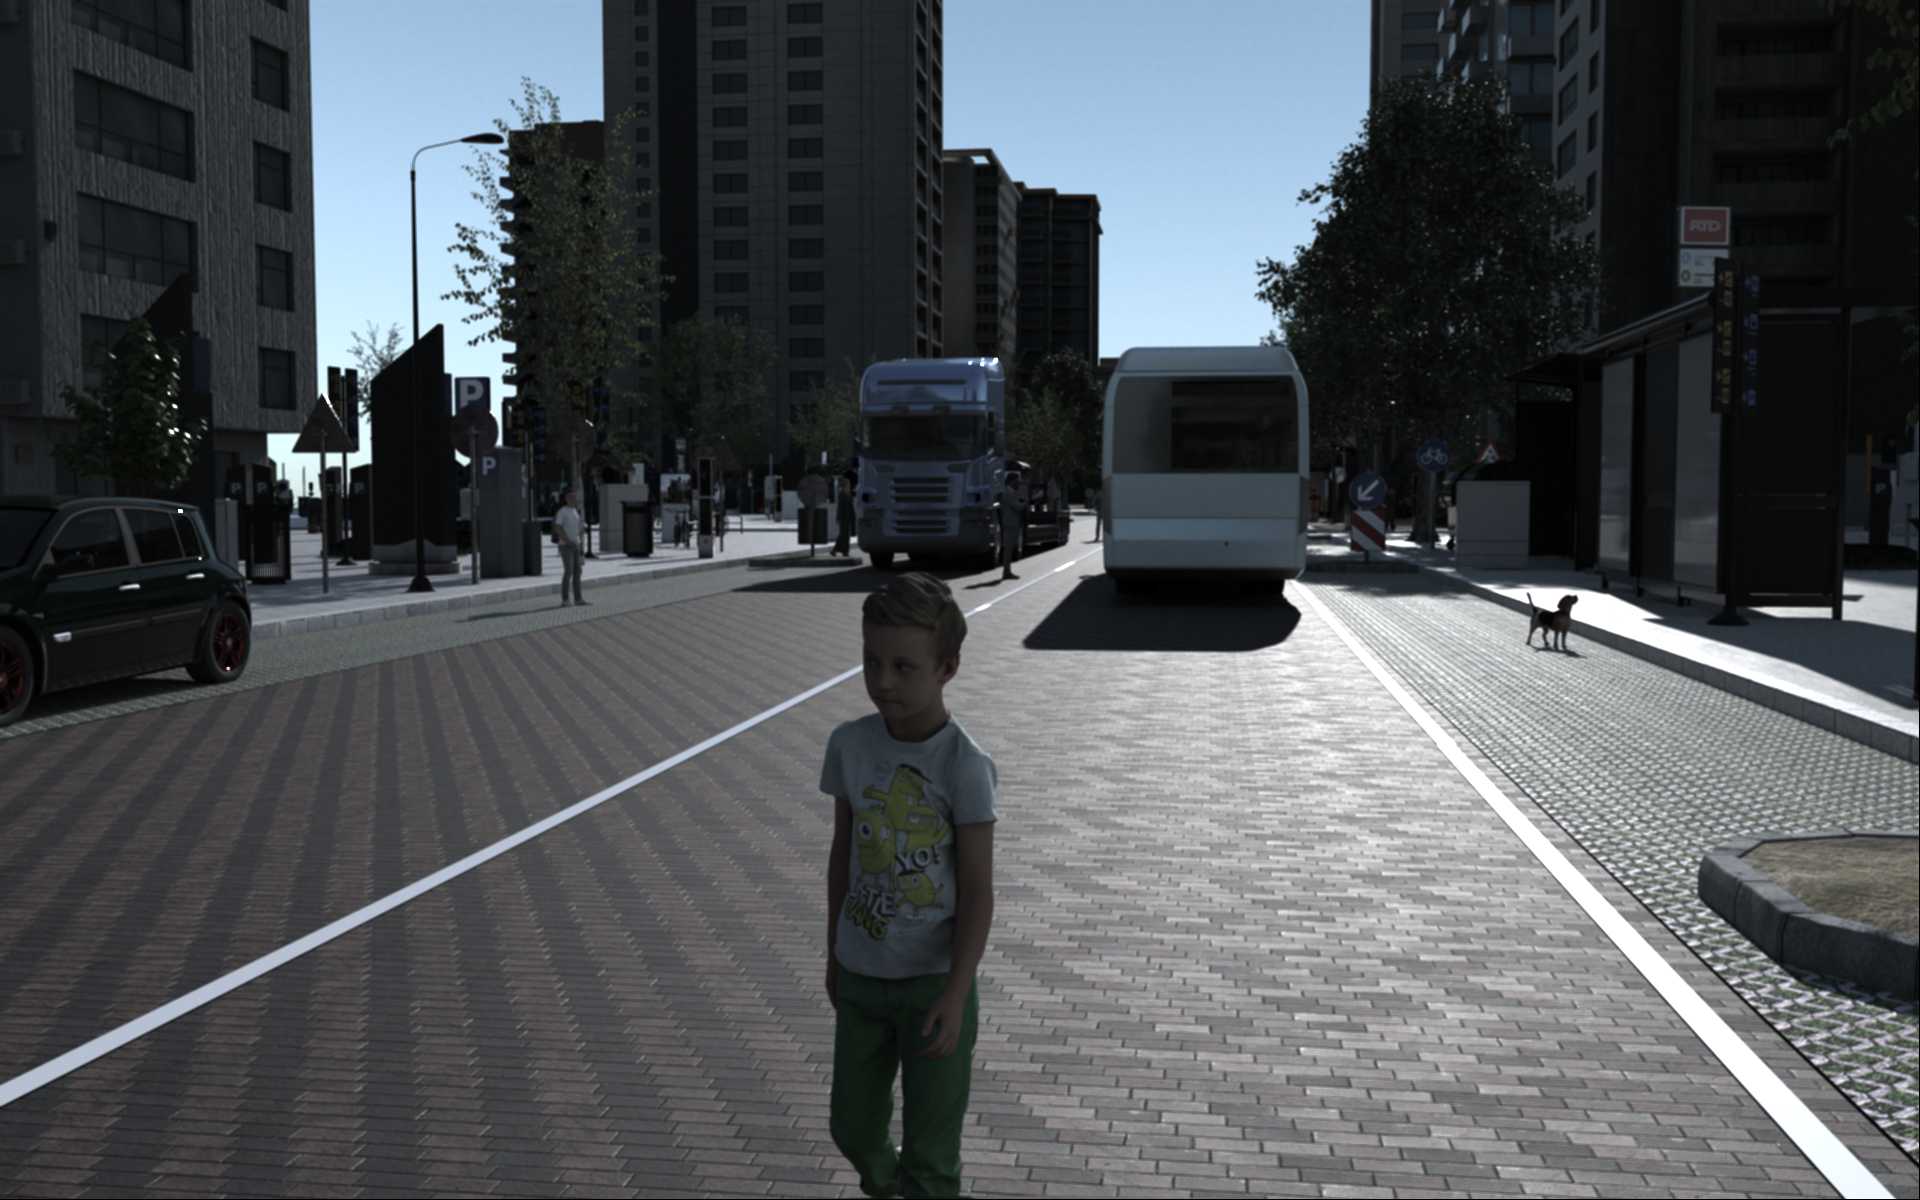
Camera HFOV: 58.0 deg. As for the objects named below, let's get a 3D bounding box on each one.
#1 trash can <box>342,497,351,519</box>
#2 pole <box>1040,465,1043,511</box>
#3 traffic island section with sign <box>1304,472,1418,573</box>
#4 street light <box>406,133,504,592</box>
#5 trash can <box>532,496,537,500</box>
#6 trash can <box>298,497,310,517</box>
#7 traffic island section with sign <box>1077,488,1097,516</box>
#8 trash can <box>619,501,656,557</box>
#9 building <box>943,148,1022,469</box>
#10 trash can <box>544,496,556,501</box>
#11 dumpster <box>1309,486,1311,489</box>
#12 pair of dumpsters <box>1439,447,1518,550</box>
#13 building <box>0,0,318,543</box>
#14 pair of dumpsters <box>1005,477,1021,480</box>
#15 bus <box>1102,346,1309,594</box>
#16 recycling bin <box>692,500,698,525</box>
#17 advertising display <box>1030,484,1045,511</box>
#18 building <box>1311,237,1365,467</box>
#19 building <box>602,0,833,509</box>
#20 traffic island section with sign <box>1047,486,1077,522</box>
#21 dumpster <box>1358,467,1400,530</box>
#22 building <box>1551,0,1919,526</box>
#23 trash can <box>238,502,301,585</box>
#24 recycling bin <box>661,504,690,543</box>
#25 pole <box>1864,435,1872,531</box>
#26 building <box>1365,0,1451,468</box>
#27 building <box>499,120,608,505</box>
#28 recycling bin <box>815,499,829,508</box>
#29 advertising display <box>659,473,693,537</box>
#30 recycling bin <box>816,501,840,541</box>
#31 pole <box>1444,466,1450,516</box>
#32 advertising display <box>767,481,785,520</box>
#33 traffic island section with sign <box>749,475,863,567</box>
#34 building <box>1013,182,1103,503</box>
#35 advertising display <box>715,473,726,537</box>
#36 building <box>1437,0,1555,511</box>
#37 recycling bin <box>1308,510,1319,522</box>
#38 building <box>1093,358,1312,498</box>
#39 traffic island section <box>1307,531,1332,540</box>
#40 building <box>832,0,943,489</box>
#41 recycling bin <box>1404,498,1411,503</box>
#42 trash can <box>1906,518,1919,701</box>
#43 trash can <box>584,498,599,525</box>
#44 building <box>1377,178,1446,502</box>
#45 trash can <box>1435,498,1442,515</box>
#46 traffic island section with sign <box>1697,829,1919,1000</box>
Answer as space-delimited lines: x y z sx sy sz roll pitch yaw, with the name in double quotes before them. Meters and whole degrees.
"trash can" -30.941 -4.643 87.573 0.748 1.137 0.748 0 3 0
"pole" 5.501 -7.541 117.140 0.158 3.312 0.155 0 3 0
"traffic island section with sign" 7.405 -1.442 32.207 1.989 1.847 2.006 1 4 8
"street light" -6.560 -3.057 22.529 1.470 5.913 1.316 1 4 8
"trash can" -27.609 -6.116 111.643 0.748 1.137 0.748 0 3 0
"trash can" -36.268 -5.146 95.793 0.748 1.137 0.748 0 3 0
"traffic island section with sign" 8.672 -6.533 115.436 1.989 1.847 2.006 1 4 8
"trash can" -6.601 -1.458 35.492 0.748 1.137 0.748 0 3 0
"building" -6.049 -30.508 190.684 23.993 40.220 32.217 1 4 8
"trash can" -26.555 -6.153 112.257 0.748 1.137 0.748 0 3 0
"dumpster" 18.056 -5.280 92.087 1.264 1.857 1.865 0 4 8
"pair of dumpsters" 11.566 -2.161 37.823 1.574 2.255 4.437 0 4 8
"building" -24.339 -16.526 41.904 14.107 30.474 14.160 1 4 8
"pair of dumpsters" 2.468 -5.325 89.550 1.574 2.255 4.437 1 4 8
"bus" 3.846 -2.038 28.187 2.948 3.499 13.247 0 4 7
"recycling bin" -11.407 -3.720 73.371 0.722 1.027 0.722 1 4 18
"advertising display" 4.791 -6.232 107.107 0.974 1.923 0.123 2 4 31
"building" 60.862 -33.720 243.203 23.993 40.220 32.217 1 4 8
"building" -27.342 -46.487 198.312 20.611 71.187 20.563 1 4 8
"traffic island section with sign" 4.802 -4.901 88.759 1.989 1.847 2.006 1 4 8
"dumpster" 15.039 -3.677 62.609 1.502 2.255 1.985 0 4 8
"building" 34.242 -18.585 75.560 14.107 30.474 14.160 1 4 8
"trash can" -9.841 -0.793 24.615 0.748 1.137 0.748 0 3 0
"recycling bin" -7.592 -2.054 46.130 0.722 1.027 0.722 -1 4 -11
"pole" 31.482 -4.050 60.054 0.158 3.312 0.155 0 3 0
"building" 53.944 -39.223 183.299 21.231 58.520 28.212 1 4 8
"building" -44.671 -33.929 204.855 14.200 45.320 14.600 1 4 8
"recycling bin" -7.502 -4.946 93.417 0.722 1.027 0.722 1 4 22
"advertising display" -8.506 -2.853 51.861 0.974 1.923 0.123 0 4 -3
"recycling bin" -3.417 -2.122 47.245 0.722 1.027 0.722 1 4 10
"pole" 22.259 -5.215 79.107 0.158 3.312 0.155 0 3 0
"advertising display" -9.264 -5.016 87.224 0.974 1.923 0.123 1 4 17
"traffic island section with sign" -3.015 -1.593 34.666 1.989 1.847 2.006 1 4 8
"building" 5.341 -36.168 245.974 28.867 44.769 22.147 1 4 8
"advertising display" -7.385 -2.870 52.135 0.123 1.923 0.974 2 4 27
"building" 44.807 -30.478 117.920 23.786 49.044 30.456 1 4 8
"recycling bin" 16.355 -4.210 81.380 0.722 1.027 0.722 -2 4 -27
"building" 34.231 -24.442 244.662 28.899 21.520 27.650 1 4 8
"traffic island section" 10.687 -2.000 54.979 2.009 0.180 2.903 1 4 8
"building" -10.096 -43.609 151.253 20.563 71.187 20.611 1 4 8
"recycling bin" 29.776 -6.343 116.257 0.722 1.027 0.722 -1 4 -12
"trash can" 5.964 0.090 10.179 0.748 1.137 0.748 0 3 0
"trash can" -15.300 -3.691 72.005 0.748 1.137 0.748 0 3 0
"building" 44.473 -23.134 149.946 14.160 30.474 14.107 1 4 8
"trash can" 28.826 -5.676 104.459 0.748 1.137 0.748 0 3 0
"traffic island section with sign" 3.540 0.190 5.529 1.989 1.847 2.006 1 4 8
